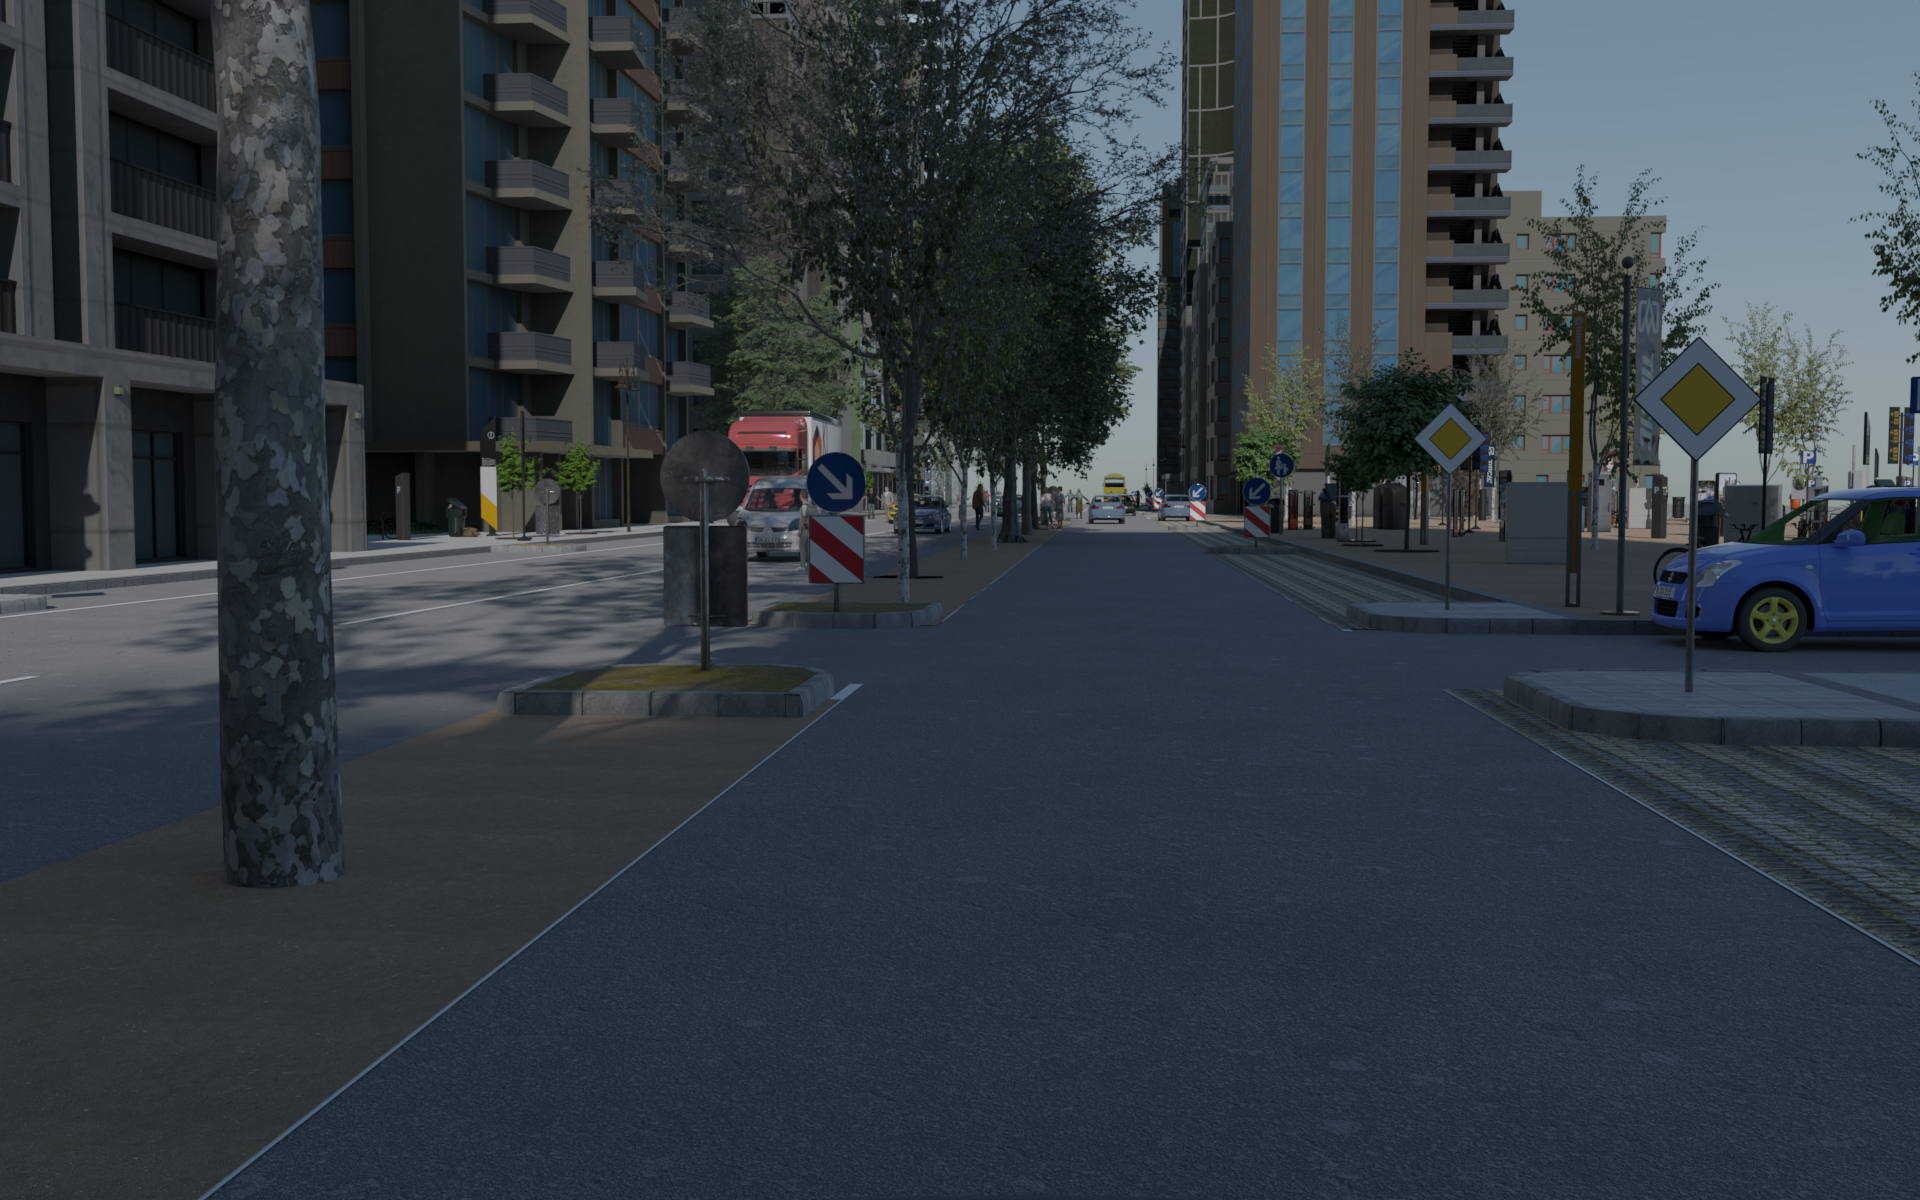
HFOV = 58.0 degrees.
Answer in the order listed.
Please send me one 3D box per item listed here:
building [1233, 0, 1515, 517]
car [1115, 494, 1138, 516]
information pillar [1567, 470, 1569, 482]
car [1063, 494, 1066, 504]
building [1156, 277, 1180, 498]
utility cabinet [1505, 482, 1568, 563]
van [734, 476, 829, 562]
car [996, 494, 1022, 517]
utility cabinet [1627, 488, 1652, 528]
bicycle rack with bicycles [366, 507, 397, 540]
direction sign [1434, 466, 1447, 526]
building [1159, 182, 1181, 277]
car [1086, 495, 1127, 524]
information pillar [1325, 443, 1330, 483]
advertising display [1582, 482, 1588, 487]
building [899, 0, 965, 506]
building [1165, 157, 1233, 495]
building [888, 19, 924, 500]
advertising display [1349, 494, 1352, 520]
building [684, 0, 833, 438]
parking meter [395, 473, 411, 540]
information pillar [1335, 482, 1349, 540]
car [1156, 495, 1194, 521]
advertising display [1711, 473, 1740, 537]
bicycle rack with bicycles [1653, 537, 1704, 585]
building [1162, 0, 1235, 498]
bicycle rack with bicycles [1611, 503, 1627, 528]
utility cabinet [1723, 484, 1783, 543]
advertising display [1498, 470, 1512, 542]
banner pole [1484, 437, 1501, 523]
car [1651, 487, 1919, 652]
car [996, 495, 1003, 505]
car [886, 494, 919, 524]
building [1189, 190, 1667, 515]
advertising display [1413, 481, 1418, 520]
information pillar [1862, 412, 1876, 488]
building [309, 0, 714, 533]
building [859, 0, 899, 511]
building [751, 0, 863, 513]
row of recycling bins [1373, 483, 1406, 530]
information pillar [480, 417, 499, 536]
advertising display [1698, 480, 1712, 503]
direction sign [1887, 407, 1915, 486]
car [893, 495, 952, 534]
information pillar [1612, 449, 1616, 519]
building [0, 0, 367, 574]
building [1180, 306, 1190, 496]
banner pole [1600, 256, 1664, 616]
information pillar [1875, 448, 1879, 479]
[{"bbox_3d":[23.522,-27.612,101.563,14.600,45.320,14.200,0,4,5],"label":"building"},{"bbox_3d":[10.766,-6.399,114.410,2.009,1.686,4.222,0,4,5],"label":"car"},{"bbox_3d":[18.461,-2.914,52.140,0.304,2.012,0.304,-1,4,-9],"label":"information pillar"},{"bbox_3d":[13.903,-14.309,242.987,2.155,1.783,4.494,0,4,3],"label":"car"},{"bbox_3d":[33.180,-28.035,230.073,14.160,30.474,14.107,0,4,5],"label":"building"},{"bbox_3d":[10.625,-1.411,31.754,1.173,1.500,0.318,1,4,12],"label":"utility cabinet"},{"bbox_3d":[-3.882,-1.895,37.998,2.013,2.044,4.112,0,4,3],"label":"van"},{"bbox_3d":[3.352,-6.043,110.608,2.131,1.459,4.920,0,4,6],"label":"car"},{"bbox_3d":[25.261,-3.377,63.894,1.173,1.500,0.318,1,4,9],"label":"utility cabinet"},{"bbox_3d":[-17.392,-2.126,48.144,2.925,0.926,2.852,1,4,14],"label":"bicycle rack with bicycles"},{"bbox_3d":[19.672,-4.802,70.517,0.876,3.537,0.379,0,4,4],"label":"direction sign"},{"bbox_3d":[35.131,-36.330,244.109,14.600,45.320,14.200,0,4,5],"label":"building"},{"bbox_3d":[7.112,-4.407,84.064,2.014,1.417,4.499,0,4,4],"label":"car"},{"bbox_3d":[16.774,-5.367,79.103,0.183,3.616,0.504,0,4,-5],"label":"information pillar"},{"bbox_3d":[32.074,-5.139,89.240,0.123,1.923,0.974,3,5,41],"label":"advertising display"},{"bbox_3d":[-9.976,-55.845,225.731,22.319,86.520,31.000,0,4,5],"label":"building"},{"bbox_3d":[38.852,-30.372,188.460,32.217,40.220,23.993,0,4,5],"label":"building"},{"bbox_3d":[-10.962,-31.331,162.374,14.600,45.320,14.200,0,4,5],"label":"building"},{"bbox_3d":[19.522,-5.002,87.003,0.123,1.923,0.974,3,4,39],"label":"advertising display"},{"bbox_3d":[-15.624,-20.277,103.224,14.160,30.474,14.107,0,4,5],"label":"building"},{"bbox_3d":[-15.466,-2.592,48.084,0.399,1.863,0.255,3,5,43],"label":"parking meter"},{"bbox_3d":[10.763,-2.706,48.733,0.304,2.012,0.304,0,4,-5],"label":"information pillar"},{"bbox_3d":[11.419,-4.864,91.536,2.014,1.417,4.499,0,4,4],"label":"car"},{"bbox_3d":[23.044,-2.870,52.139,0.974,1.923,0.123,-2,4,-35],"label":"advertising display"},{"bbox_3d":[9.872,-0.450,20.737,2.925,0.926,2.852,1,4,16],"label":"bicycle rack with bicycles"},{"bbox_3d":[35.433,-47.278,211.252,20.563,71.187,20.611,0,4,5],"label":"building"},{"bbox_3d":[26.049,-3.301,67.353,2.925,0.926,2.852,-1,4,-10],"label":"bicycle rack with bicycles"},{"bbox_3d":[18.285,-1.913,39.959,1.173,1.500,0.318,3,5,42],"label":"utility cabinet"},{"bbox_3d":[14.679,-2.536,46.685,0.123,1.923,0.974,0,4,4],"label":"advertising display"},{"bbox_3d":[23.580,-5.297,76.620,0.863,3.779,0.401,0,4,5],"label":"banner pole"},{"bbox_3d":[8.517,-0.412,16.333,3.694,1.707,1.945,0,4,5],"label":"car"},{"bbox_3d":[4.388,-10.355,181.666,2.083,1.381,4.827,0,4,6],"label":"car"},{"bbox_3d":[-2.525,-4.528,84.254,2.015,1.641,3.980,0,4,3],"label":"car"},{"bbox_3d":[31.188,-17.015,123.230,27.650,21.520,28.899,0,4,5],"label":"building"},{"bbox_3d":[22.692,-4.959,86.298,0.123,1.923,0.974,0,4,8],"label":"advertising display"},{"bbox_3d":[25.867,-3.554,49.469,0.183,3.616,0.504,3,4,39],"label":"information pillar"},{"bbox_3d":[-22.665,-25.428,70.378,22.147,44.769,28.867,0,4,5],"label":"building"},{"bbox_3d":[-16.936,-31.853,140.398,23.786,49.044,30.456,0,4,5],"label":"building"},{"bbox_3d":[-14.534,-26.510,117.029,14.154,41.232,14.086,0,4,5],"label":"building"},{"bbox_3d":[15.805,-3.467,63.793,1.069,1.692,3.534,0,4,6],"label":"row of recycling bins"},{"bbox_3d":[-14.337,-3.752,52.702,0.504,3.616,0.183,-3,4,-37],"label":"information pillar"},{"bbox_3d":[34.927,-4.656,81.340,0.974,1.923,0.123,2,4,33],"label":"advertising display"},{"bbox_3d":[24.466,-3.246,45.075,0.876,3.537,0.379,-1,4,-21],"label":"direction sign"},{"bbox_3d":[-1.344,-3.160,63.664,2.014,1.417,4.499,0,4,6],"label":"car"},{"bbox_3d":[33.784,-6.025,89.867,0.504,3.616,0.183,-1,4,-12],"label":"information pillar"},{"bbox_3d":[-23.903,-36.387,33.178,20.563,71.187,20.611,0,4,5],"label":"building"},{"bbox_3d":[34.032,-18.817,152.704,27.650,21.520,28.899,0,4,5],"label":"building"},{"bbox_3d":[7.220,-1.740,18.465,0.863,3.779,0.401,-2,4,-34],"label":"banner pole"},{"bbox_3d":[46.455,-5.901,87.840,0.183,3.616,0.504,1,4,12],"label":"information pillar"}]
